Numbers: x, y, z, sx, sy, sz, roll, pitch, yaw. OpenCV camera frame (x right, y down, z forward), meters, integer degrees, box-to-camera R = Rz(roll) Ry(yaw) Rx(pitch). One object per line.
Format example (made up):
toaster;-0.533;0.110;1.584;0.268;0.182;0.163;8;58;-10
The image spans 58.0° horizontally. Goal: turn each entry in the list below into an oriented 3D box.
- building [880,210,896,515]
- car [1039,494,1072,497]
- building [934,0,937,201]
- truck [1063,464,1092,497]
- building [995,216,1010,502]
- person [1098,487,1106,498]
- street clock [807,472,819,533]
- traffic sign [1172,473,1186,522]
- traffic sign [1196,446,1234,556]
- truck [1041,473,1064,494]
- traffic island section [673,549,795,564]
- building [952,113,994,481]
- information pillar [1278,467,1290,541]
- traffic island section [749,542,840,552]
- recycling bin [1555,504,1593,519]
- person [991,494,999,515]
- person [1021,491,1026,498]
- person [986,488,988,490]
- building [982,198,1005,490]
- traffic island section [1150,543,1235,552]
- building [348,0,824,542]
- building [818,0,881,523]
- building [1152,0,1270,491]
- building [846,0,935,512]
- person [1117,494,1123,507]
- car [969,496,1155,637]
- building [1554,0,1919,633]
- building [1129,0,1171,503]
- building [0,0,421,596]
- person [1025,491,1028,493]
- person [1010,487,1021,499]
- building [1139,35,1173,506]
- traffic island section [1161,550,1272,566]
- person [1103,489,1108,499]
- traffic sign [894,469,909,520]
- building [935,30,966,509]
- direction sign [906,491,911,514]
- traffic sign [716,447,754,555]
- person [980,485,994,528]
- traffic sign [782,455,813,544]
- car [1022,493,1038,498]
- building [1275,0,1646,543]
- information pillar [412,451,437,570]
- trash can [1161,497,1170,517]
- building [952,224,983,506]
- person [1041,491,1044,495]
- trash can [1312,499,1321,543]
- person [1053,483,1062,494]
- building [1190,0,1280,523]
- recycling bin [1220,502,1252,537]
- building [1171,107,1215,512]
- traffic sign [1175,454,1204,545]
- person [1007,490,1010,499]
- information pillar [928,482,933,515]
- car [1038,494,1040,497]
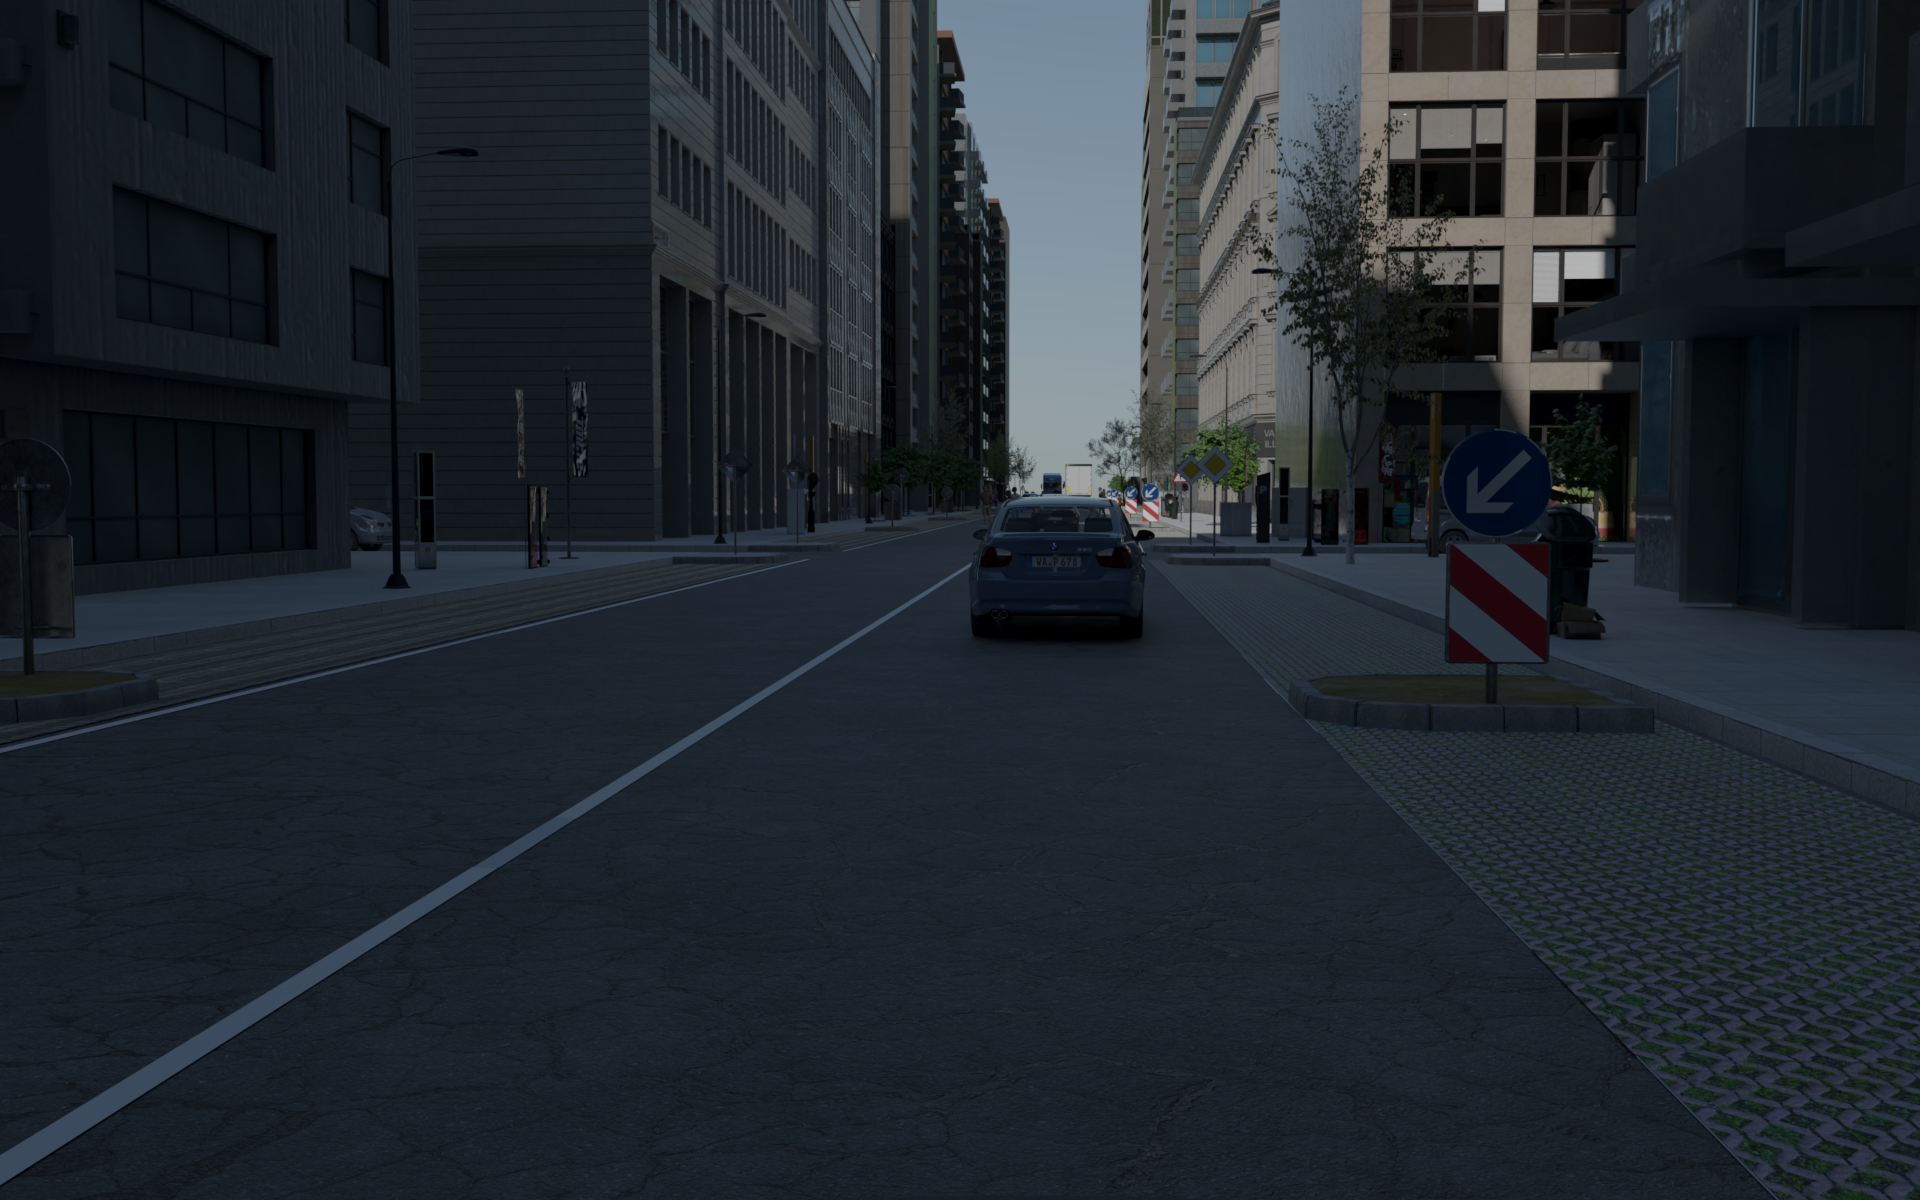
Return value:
building;-10.841;-16.798;104.327;12.332;23.373;15.834;0;4;4
car;3.527;-3.300;63.738;2.009;1.686;4.222;0;4;4
building;-9.323;-30.037;141.208;14.600;45.320;14.200;0;4;4
truck;11.330;-10.837;166.099;2.839;4.237;11.283;0;4;3
building;0.546;-37.985;271.163;14.600;45.320;14.200;0;4;4
person;8.542;-5.934;105.294;0.755;1.850;0.659;-1;4;-11
street clock;-4.958;-3.247;57.652;0.471;2.002;0.358;-3;5;-40
traffic sign;10.158;-4.862;79.498;0.884;2.594;0.081;1;4;10
traffic sign;5.268;-1.970;35.851;0.795;2.450;0.064;0;4;4
truck;12.103;-14.647;229.238;2.967;4.110;18.799;0;4;2
traffic island section;-4.773;-0.879;36.649;2.009;0.180;2.903;0;4;4
building;-7.963;-36.747;220.426;23.786;49.044;30.456;0;4;4
information pillar;8.894;-2.632;47.522;0.304;2.012;0.304;1;4;11
traffic island section;-4.203;-1.366;44.613;2.009;0.180;2.903;0;4;4
recycling bin;15.504;-1.909;43.774;0.722;1.027;0.722;0;4;-2
person;2.289;-6.682;120.970;0.991;1.433;0.599;1;4;22
person;6.553;-10.018;173.026;1.217;1.736;0.721;1;4;12
person;1.877;-6.583;116.155;0.581;1.822;0.654;1;4;14
building;-4.985;-36.416;250.026;22.147;44.769;28.867;0;4;4
traffic island section;5.862;-1.322;43.891;2.009;0.180;2.903;0;4;4
building;-12.560;-17.334;60.908;11.434;29.767;29.804;0;4;4
building;-11.082;-16.381;85.845;12.078;24.808;19.932;0;4;4
building;29.426;-32.655;153.520;23.786;49.044;30.456;0;4;4
building;-9.406;-27.109;126.819;14.154;41.232;14.086;0;4;4
person;11.724;-7.072;127.381;0.557;1.426;1.065;3;5;43
car;1.098;-0.407;18.663;2.014;1.417;4.499;0;4;5
building;18.080;-23.845;9.479;23.786;49.044;30.456;0;4;4
building;34.101;-49.091;240.889;20.563;71.187;20.611;0;4;4
building;-16.709;-15.572;26.298;14.107;30.474;14.160;0;4;4
person;6.470;-9.880;170.828;0.721;1.735;1.217;-1;4;-20
person;2.176;-3.542;67.254;0.563;1.720;0.643;-2;4;-35
building;29.955;-34.029;180.078;21.300;48.544;21.600;0;4;4
traffic island section;5.292;-0.835;35.926;2.009;0.180;2.903;0;4;4
person;10.650;-7.303;127.933;0.705;1.821;1.348;-1;4;-16
traffic sign;-2.942;-5.277;86.392;0.768;2.556;0.104;1;4;9
building;-11.009;-31.087;162.893;22.147;44.769;28.867;0;4;4
direction sign;-3.257;-7.186;109.495;0.876;3.537;0.379;-1;4;-12
traffic sign;-4.749;-2.015;36.585;0.795;2.450;0.064;0;4;4
person;1.176;-3.987;73.661;0.573;1.828;0.580;3;5;39
traffic sign;-4.179;-2.502;44.550;0.795;2.450;0.064;0;4;4
car;5.542;-7.767;136.581;1.945;1.707;3.694;0;4;2
building;27.943;-15.183;52.752;34.151;26.468;19.350;0;4;4
information pillar;-9.119;-1.530;29.506;0.304;2.012;0.304;-2;4;-31
trash can;11.555;-5.217;96.957;0.748;1.137;0.748;0;3;0
building;-4.969;-25.242;184.401;14.160;30.474;14.107;0;4;4
person;8.496;-10.308;177.590;0.434;1.755;0.990;2;4;29
trash can;9.618;-2.095;45.904;0.748;1.137;0.748;0;3;0
person;4.174;-3.950;72.449;0.474;1.900;0.648;-3;4;-37
building;22.534;-19.512;95.432;17.030;29.872;44.131;0;4;4
recycling bin;8.380;-2.450;52.605;0.722;1.027;0.722;-2;4;-24
building;23.199;-22.051;132.234;14.160;30.474;14.107;0;4;4
traffic sign;5.838;-2.457;43.816;0.795;2.450;0.064;0;4;4
person;3.661;-7.162;126.308;0.721;1.735;1.217;0;4;-7
information pillar;-1.809;-6.142;104.910;0.304;2.012;0.304;0;4;-1
car;6.941;-9.034;159.708;2.014;1.417;4.499;0;4;3
